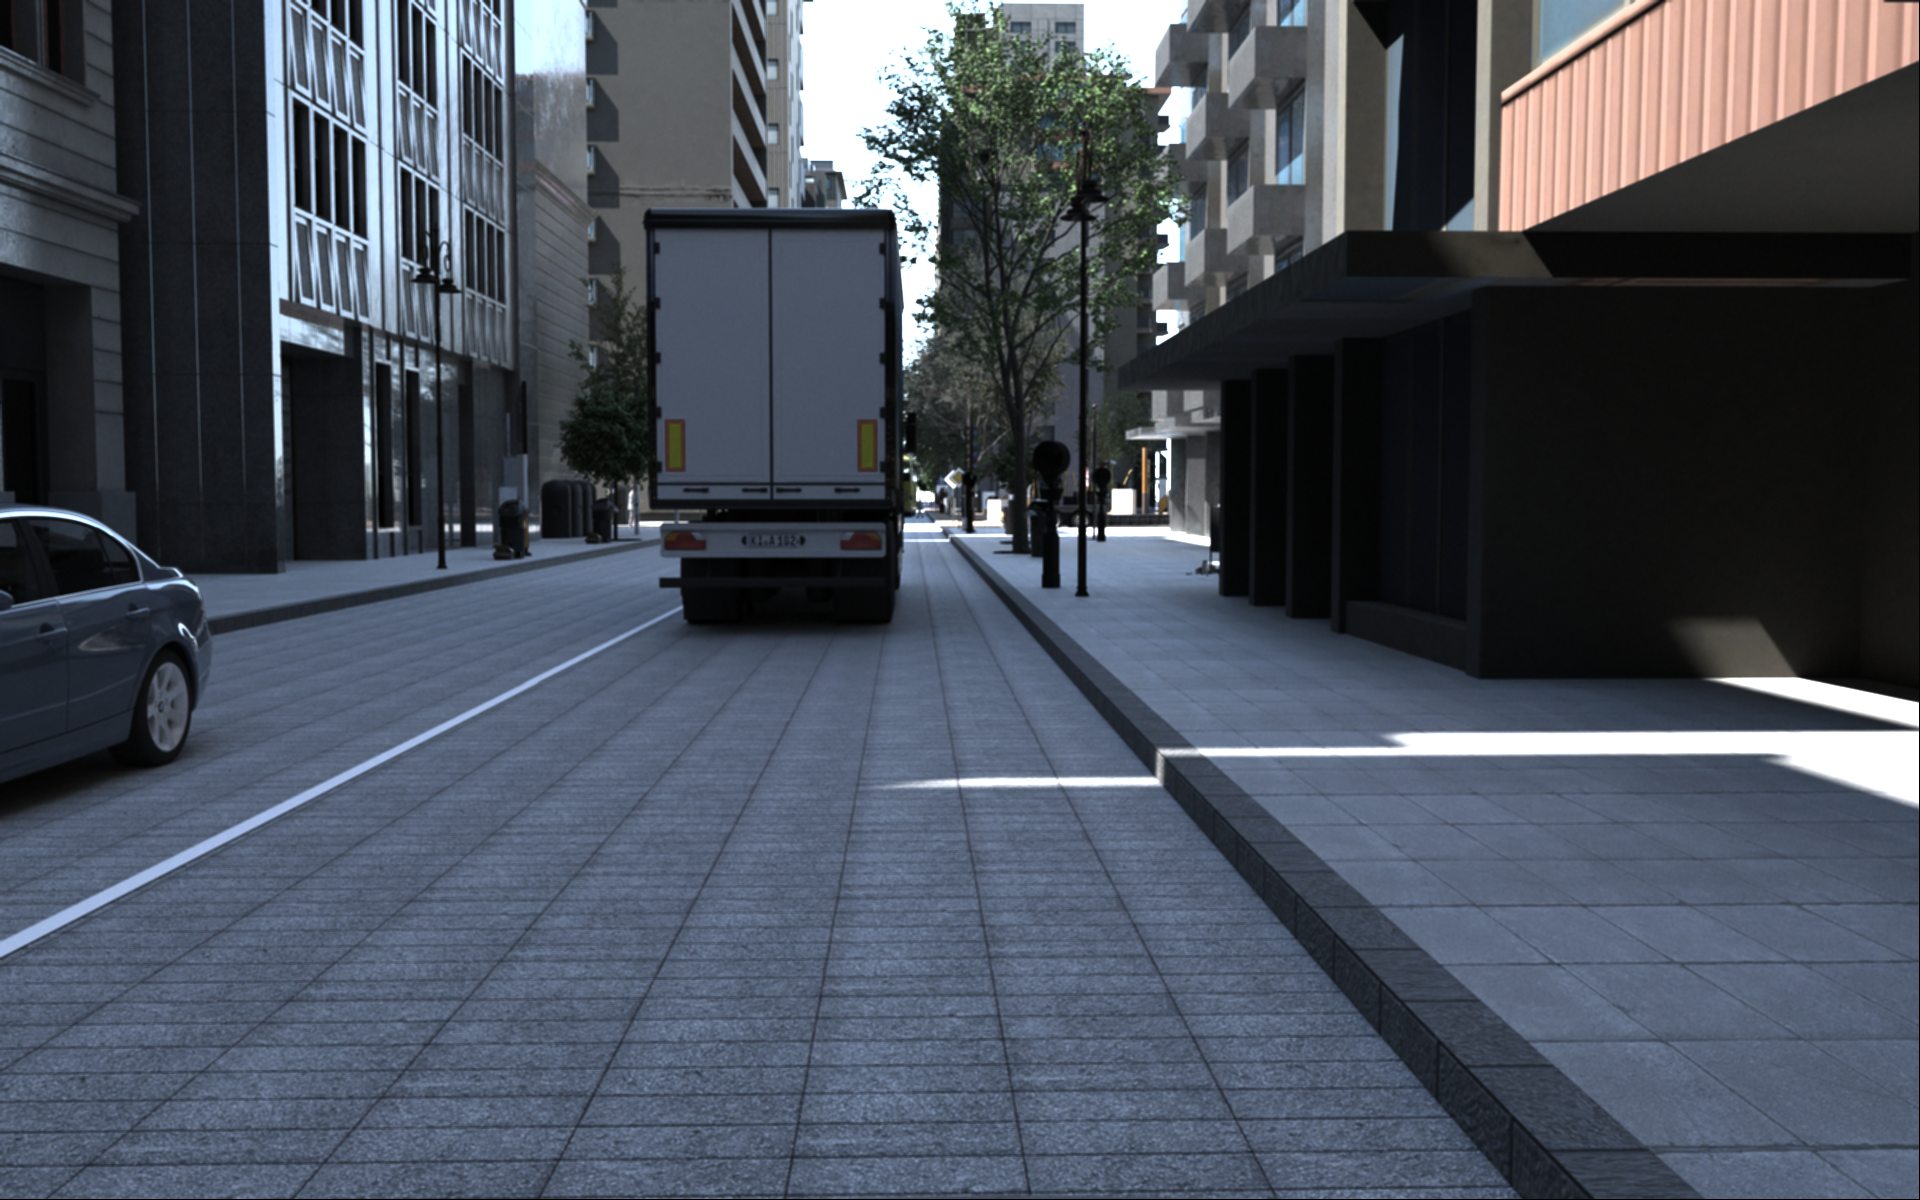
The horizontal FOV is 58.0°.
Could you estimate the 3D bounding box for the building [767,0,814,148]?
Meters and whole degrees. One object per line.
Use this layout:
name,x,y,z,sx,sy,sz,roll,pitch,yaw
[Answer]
building,-28.386,-34.923,160.224,28.713,52.752,27.495,0,4,-2

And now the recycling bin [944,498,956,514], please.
recycling bin,-0.660,-6.092,112.153,0.722,1.027,0.722,0,4,-3

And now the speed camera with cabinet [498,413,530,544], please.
speed camera with cabinet,-10.739,-2.897,41.694,0.660,3.252,2.038,-1,4,-10

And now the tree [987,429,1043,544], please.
tree,1.429,-3.077,44.912,1.663,3.219,1.824,0,3,0

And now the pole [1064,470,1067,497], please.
pole,8.307,-8.730,136.580,0.158,3.312,0.155,0,3,0

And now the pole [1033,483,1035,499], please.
pole,6.199,-9.220,144.592,0.158,3.312,0.155,0,3,0

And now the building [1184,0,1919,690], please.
building,13.284,-21.642,8.466,22.147,44.769,28.867,0,4,-2

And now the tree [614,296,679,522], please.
tree,-10.035,-6.746,60.665,4.360,8.622,3.978,0,3,0

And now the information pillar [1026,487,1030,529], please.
information pillar,2.276,-3.454,60.973,0.304,2.012,0.304,1,4,16

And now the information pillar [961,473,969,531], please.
information pillar,0.245,-3.445,60.810,0.304,2.012,0.304,-1,4,-23

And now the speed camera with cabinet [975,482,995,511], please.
speed camera with cabinet,1.364,-7.551,117.796,2.038,3.252,0.660,-2,4,-24

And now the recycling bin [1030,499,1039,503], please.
recycling bin,3.643,-4.651,88.595,0.722,1.027,0.722,1,4,15

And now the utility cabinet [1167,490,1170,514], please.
utility cabinet,11.078,-4.820,87.488,1.173,1.500,0.318,0,4,2

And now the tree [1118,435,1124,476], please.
tree,11.974,-11.935,145.496,4.360,8.622,3.978,0,3,0

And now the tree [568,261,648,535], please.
tree,-10.185,-6.362,54.386,4.737,8.622,4.395,0,3,0

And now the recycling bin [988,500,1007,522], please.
recycling bin,1.732,-4.094,79.488,0.722,1.027,0.722,2,4,28

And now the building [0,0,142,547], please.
building,-18.691,-13.910,14.826,14.401,28.519,23.554,0,4,-2

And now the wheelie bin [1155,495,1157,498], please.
wheelie bin,14.586,-7.644,132.887,0.980,1.594,0.693,-1,4,-11

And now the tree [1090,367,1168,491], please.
tree,9.888,-9.133,99.695,4.737,8.622,4.395,0,3,0

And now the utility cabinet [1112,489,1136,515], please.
utility cabinet,7.400,-4.243,78.048,1.173,1.500,0.318,3,5,44

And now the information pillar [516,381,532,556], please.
information pillar,-9.105,-2.733,36.036,0.183,3.616,0.504,-2,4,-31

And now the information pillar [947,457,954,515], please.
information pillar,-0.565,-7.051,106.637,0.504,3.616,0.183,-3,5,-43

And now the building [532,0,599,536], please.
building,-24.978,-15.751,54.796,25.104,27.353,12.463,0,4,-2

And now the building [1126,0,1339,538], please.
building,17.411,-26.083,46.064,23.786,49.044,30.456,0,4,-2

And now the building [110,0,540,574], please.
building,-17.257,-13.381,36.799,12.078,24.808,19.932,0,4,-2

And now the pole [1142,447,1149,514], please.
pole,8.083,-5.012,75.785,0.158,3.312,0.155,0,3,0

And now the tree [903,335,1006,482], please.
tree,-1.164,-14.241,139.493,9.857,13.997,8.962,0,3,0

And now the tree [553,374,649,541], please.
tree,-9.463,-3.907,47.588,4.285,4.588,4.351,0,3,0

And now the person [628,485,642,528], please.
person,-12.602,-3.582,67.265,0.583,1.804,0.606,-1,4,-12

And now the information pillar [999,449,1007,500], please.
information pillar,2.242,-6.018,89.751,0.504,3.616,0.183,0,4,-3

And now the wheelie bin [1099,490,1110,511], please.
wheelie bin,10.745,-7.402,128.936,0.980,1.594,0.693,3,5,42

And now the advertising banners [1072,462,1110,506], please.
advertising banners,7.107,-5.985,94.042,2.074,3.025,0.090,0,4,1

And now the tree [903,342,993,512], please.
tree,-1.285,-12.724,126.169,7.486,12.596,7.792,0,3,0

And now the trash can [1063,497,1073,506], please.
trash can,6.360,-5.500,101.579,0.748,1.137,0.748,0,3,0

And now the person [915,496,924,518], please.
person,-2.409,-5.514,102.927,0.640,1.303,0.475,2,4,29

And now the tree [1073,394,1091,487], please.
tree,9.520,-10.311,118.945,4.737,8.622,4.395,0,3,0

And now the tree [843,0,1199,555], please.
tree,1.147,-6.802,36.965,9.928,11.665,9.643,0,3,0

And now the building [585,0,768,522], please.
building,-21.396,-28.446,88.793,21.300,48.544,21.600,0,4,-2

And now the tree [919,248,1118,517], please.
tree,1.711,-6.216,51.995,4.360,8.622,3.978,0,3,0

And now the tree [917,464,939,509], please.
tree,-3.133,-12.700,191.352,4.285,4.588,4.351,0,3,0

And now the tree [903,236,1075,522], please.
tree,0.698,-10.440,81.066,12.009,13.543,11.850,0,3,0

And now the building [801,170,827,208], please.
building,-23.677,-32.374,212.910,14.154,41.232,14.086,0,4,-2

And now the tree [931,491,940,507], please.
tree,-1.929,-11.026,174.870,1.663,3.219,1.824,0,3,0

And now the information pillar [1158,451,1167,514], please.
information pillar,10.932,-6.247,93.494,0.504,3.616,0.183,-1,4,-14

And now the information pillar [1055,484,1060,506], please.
information pillar,5.226,-5.466,93.864,0.304,2.012,0.304,-1,4,-19
